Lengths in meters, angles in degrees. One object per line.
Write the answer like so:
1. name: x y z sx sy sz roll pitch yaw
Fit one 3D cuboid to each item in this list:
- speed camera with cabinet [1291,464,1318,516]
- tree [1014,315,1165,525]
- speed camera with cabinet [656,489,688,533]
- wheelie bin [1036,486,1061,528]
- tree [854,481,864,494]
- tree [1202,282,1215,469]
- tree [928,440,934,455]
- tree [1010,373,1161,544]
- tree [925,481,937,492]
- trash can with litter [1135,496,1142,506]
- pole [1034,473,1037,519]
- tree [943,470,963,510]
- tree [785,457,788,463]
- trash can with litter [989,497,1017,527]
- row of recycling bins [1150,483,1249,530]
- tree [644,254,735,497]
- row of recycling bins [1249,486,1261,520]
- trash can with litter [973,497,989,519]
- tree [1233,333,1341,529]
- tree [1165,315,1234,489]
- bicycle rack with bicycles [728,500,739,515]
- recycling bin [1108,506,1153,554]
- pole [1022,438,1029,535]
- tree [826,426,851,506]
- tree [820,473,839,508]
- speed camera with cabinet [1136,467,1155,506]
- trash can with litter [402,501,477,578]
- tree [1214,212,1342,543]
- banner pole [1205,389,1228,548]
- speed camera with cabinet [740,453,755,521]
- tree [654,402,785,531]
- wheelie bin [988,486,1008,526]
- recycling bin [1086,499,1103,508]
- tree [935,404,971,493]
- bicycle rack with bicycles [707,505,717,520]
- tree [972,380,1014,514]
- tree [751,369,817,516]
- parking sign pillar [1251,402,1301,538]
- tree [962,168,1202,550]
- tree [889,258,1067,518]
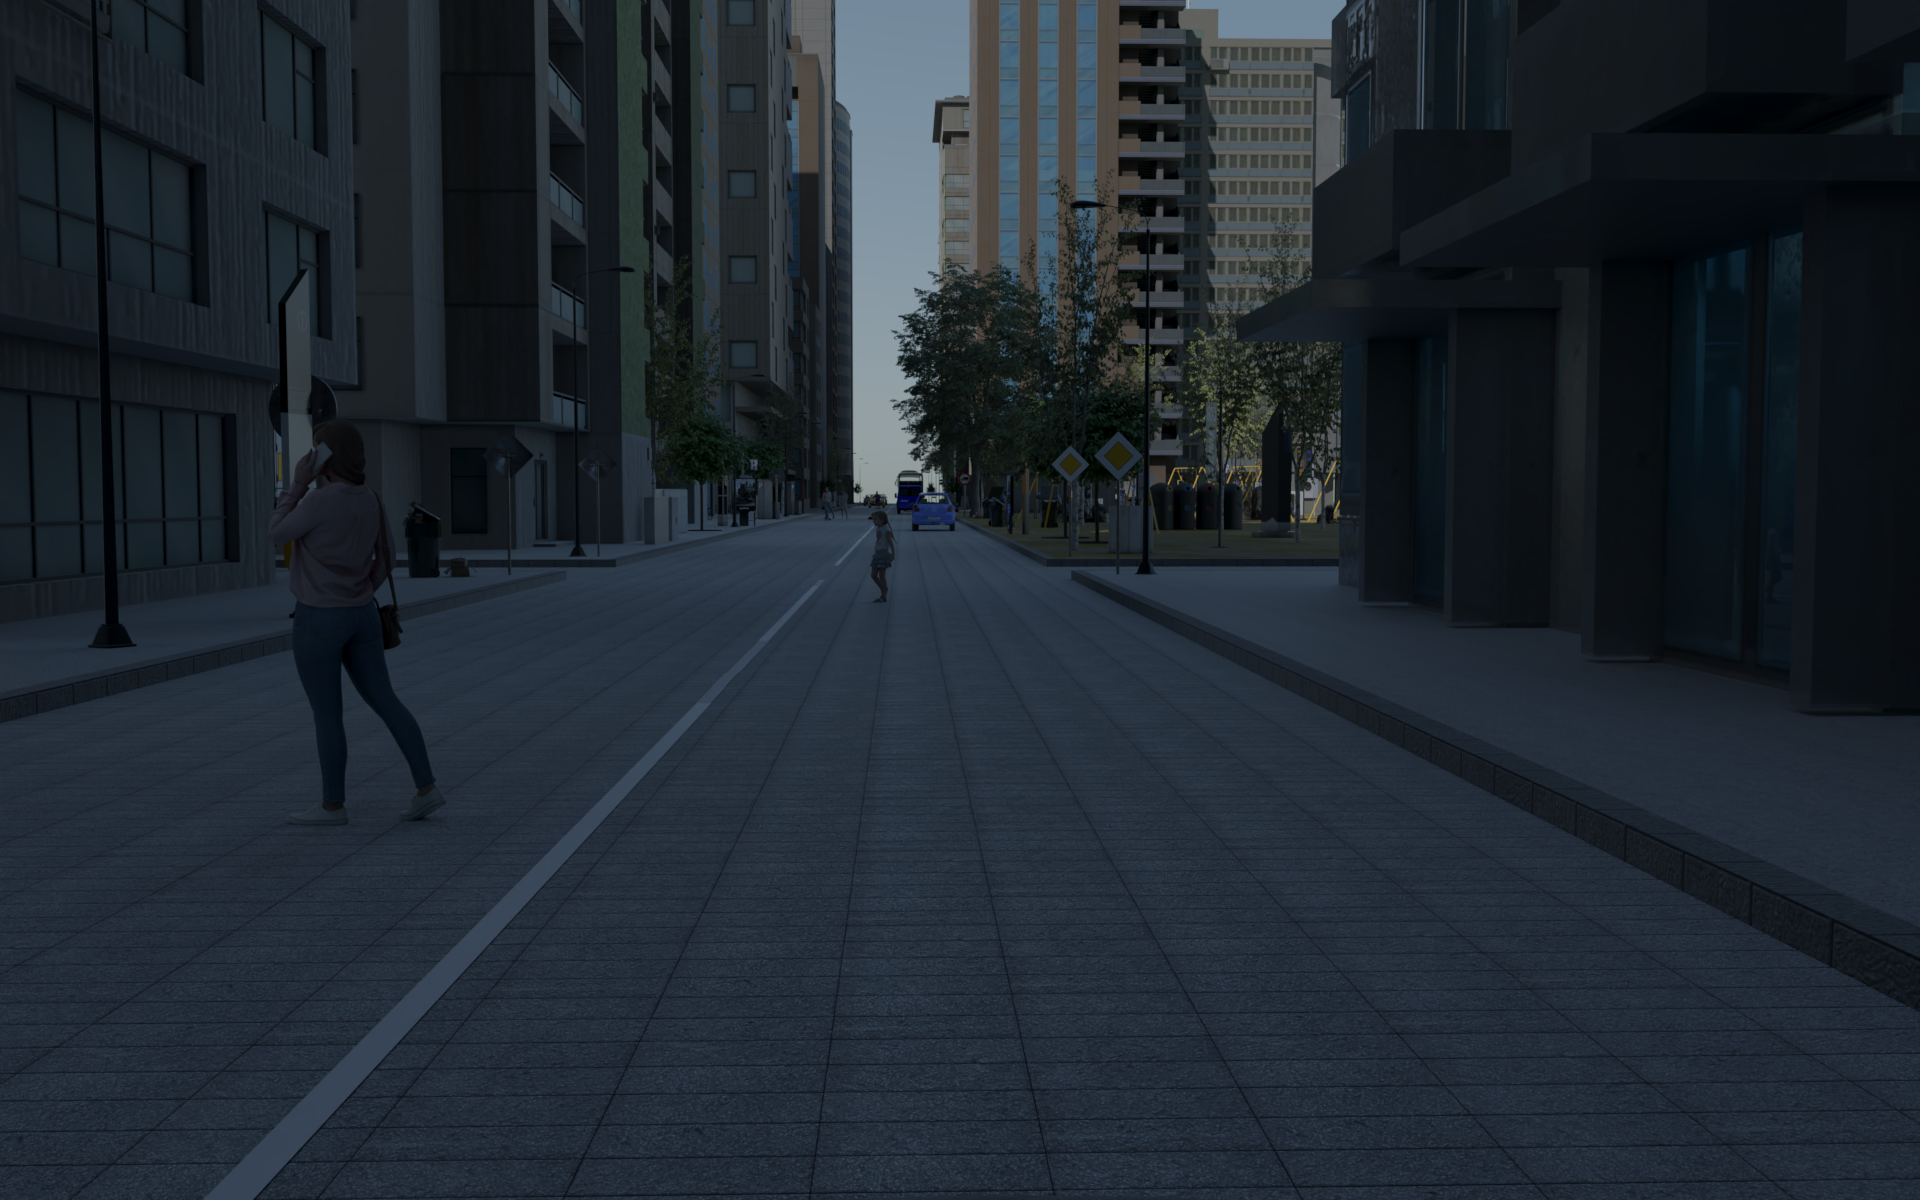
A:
1. speed camera with cabinet: 20.062 -6.576 101.852 0.660 3.252 2.038 -3 5 -42
2. tree: 5.206 -7.354 70.607 4.737 8.622 4.395 0 3 0
3. speed camera with cabinet: -9.862 -3.792 56.333 2.038 3.252 0.660 -3 5 -45
4. wheelie bin: 3.359 -3.553 65.999 0.980 1.594 0.693 0 4 -4
5. tree: -14.579 -15.506 248.130 1.663 3.219 1.824 0 3 0
6. tree: 8.747 -6.595 58.189 4.360 8.622 3.978 0 3 0
7. tree: -1.704 -15.004 195.672 4.737 8.622 4.395 0 3 0
8. tree: 3.150 -4.073 50.301 4.285 4.588 4.351 0 3 0
9. tree: -4.569 -16.440 263.397 1.663 3.219 1.824 0 3 0
10. trash can with litter: 9.504 -5.020 93.457 0.624 1.170 1.055 0 4 4
11. pole: 3.891 -5.822 89.025 0.158 3.312 0.155 0 3 0
12. tree: -0.593 -8.914 140.342 1.663 3.219 1.824 0 3 0
13. tree: -10.677 -6.575 91.208 4.285 4.588 4.351 0 3 0
14. trash can with litter: 1.821 -3.613 70.457 0.624 1.170 1.055 -2 4 -28
15. row of recycling bins: 8.454 -3.377 62.334 3.534 1.692 1.069 -1 4 -16
16. tree: -9.063 -6.238 52.354 4.737 8.622 4.395 0 3 0
17. row of recycling bins: 13.640 -4.827 86.042 3.534 1.692 1.069 -1 4 -9
18. trash can with litter: 1.214 -4.813 90.083 1.055 1.170 0.624 -1 4 -14
19. tree: 13.298 -6.973 64.371 4.737 8.622 4.395 0 3 0
20. tree: 11.093 -7.469 72.478 4.737 8.622 4.395 0 3 0
21. bicycle rack with bicycles: -14.032 -5.532 103.836 2.925 0.926 2.852 -3 5 -45
22. recycling bin: 3.715 -1.536 37.675 0.722 1.027 0.722 -2 4 -33
23. pole: 2.075 -3.725 54.747 0.158 3.312 0.155 0 3 0
24. tree: -13.497 -14.447 186.572 4.360 8.622 3.978 0 3 0
25. tree: -11.960 -10.102 159.772 1.663 3.219 1.824 0 3 0
26. speed camera with cabinet: 8.862 -5.076 77.325 2.038 3.252 0.660 3 4 37
27. trash can with litter: -8.058 -0.943 26.811 1.055 1.170 0.624 -1 4 -23
28. tree: 8.883 -5.796 45.128 4.360 8.622 3.978 0 3 0
29. banner pole: 6.084 -3.139 41.345 0.401 3.779 0.863 3 5 43
30. speed camera with cabinet: -10.149 -5.408 82.751 0.660 3.252 2.038 -1 4 -10
31. tree: -9.096 -4.687 60.339 4.285 4.588 4.351 0 3 0
32. wheelie bin: 1.530 -3.747 69.175 0.980 1.594 0.693 3 4 36
33. recycling bin: 7.479 -5.116 96.198 0.722 1.027 0.722 2 4 27
34. tree: 1.610 -9.842 111.273 4.737 8.622 4.395 0 3 0
35. bicycle rack with bicycles: -13.714 -4.359 84.652 2.852 0.926 2.925 -2 4 -33
36. tree: 3.800 -9.427 104.495 4.737 8.622 4.395 0 3 0
37. tree: -10.419 -9.250 101.593 4.360 8.622 3.978 0 3 0
38. parking sign pillar: 9.363 -3.839 51.245 1.447 3.967 1.447 -1 4 -12
39. tree: 2.475 -5.445 39.388 4.360 8.622 3.978 0 3 0
40. tree: 0.938 -11.476 94.282 9.857 13.997 8.962 0 3 0
